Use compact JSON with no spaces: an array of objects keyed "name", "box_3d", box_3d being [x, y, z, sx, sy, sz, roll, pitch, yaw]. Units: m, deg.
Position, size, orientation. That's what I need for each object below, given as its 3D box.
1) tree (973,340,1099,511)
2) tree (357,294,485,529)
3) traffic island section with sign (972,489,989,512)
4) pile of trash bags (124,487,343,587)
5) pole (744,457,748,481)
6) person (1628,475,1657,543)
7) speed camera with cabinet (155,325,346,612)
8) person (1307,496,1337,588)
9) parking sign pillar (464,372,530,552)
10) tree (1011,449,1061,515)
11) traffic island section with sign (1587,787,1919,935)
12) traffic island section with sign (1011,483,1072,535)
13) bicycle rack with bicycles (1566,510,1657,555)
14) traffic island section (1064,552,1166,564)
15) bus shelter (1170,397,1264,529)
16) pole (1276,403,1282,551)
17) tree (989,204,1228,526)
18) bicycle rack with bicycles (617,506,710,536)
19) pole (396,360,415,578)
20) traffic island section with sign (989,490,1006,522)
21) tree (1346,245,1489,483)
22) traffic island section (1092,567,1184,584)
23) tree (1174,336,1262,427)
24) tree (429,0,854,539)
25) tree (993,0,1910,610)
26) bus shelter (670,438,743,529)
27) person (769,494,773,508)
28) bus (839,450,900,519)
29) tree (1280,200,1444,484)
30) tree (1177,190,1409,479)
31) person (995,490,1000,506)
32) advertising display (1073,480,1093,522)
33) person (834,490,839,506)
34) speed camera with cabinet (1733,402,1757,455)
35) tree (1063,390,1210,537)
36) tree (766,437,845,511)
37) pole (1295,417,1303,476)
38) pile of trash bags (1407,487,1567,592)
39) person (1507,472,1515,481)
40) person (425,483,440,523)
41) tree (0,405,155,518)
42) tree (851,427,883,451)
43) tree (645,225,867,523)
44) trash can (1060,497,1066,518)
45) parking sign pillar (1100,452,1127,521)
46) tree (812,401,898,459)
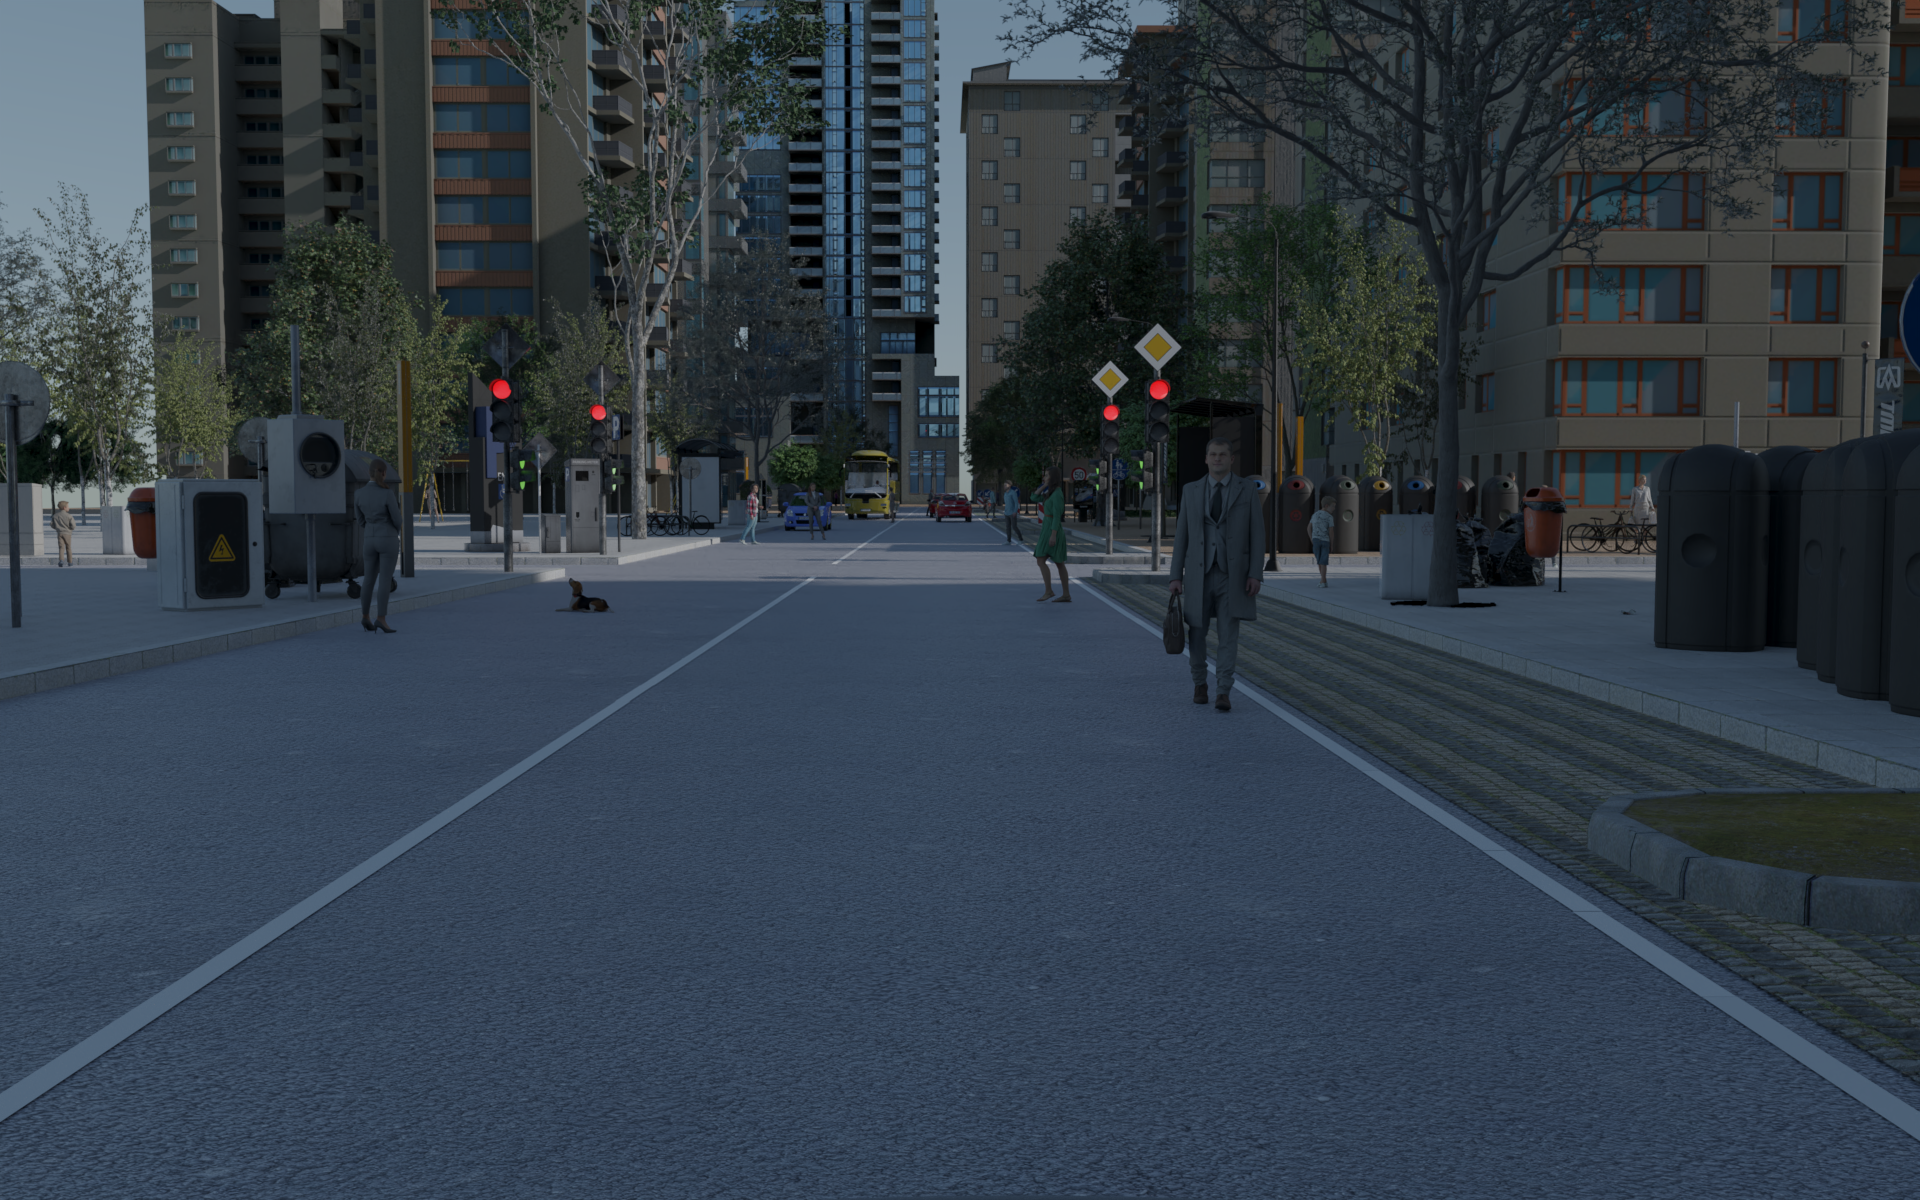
[{"name":"tree","box_3d":[5.486,-9.993,97.806,8.767,10.594,7.601,0,4,-3]},{"name":"tree","box_3d":[-19.475,-6.883,62.903,4.737,8.622,4.395,0,3,0]},{"name":"traffic island section with sign","box_3d":[2.074,-7.940,138.449,1.989,1.847,2.006,0,4,-1]},{"name":"pile of trash bags","box_3d":[-10.119,-0.855,23.738,1.912,1.369,3.447,1,4,12]},{"name":"pole","box_3d":[-11.892,-6.276,96.453,0.158,3.312,0.155,0,3,0]},{"name":"person","box_3d":[17.808,-2.373,45.193,0.694,1.780,0.624,1,4,21]},{"name":"speed camera with cabinet","box_3d":[-8.048,-1.552,19.710,0.660,3.252,2.038,3,4,37]},{"name":"person","box_3d":[4.965,-0.797,23.756,0.352,1.250,0.332,-1,4,-18]},{"name":"parking sign pillar","box_3d":[-10.416,-3.083,38.880,1.447,3.967,1.447,2,4,26]},{"name":"tree","box_3d":[4.644,-7.419,105.011,4.285,4.588,4.351,0,3,0]},{"name":"traffic island section with sign","box_3d":[3.518,0.131,6.490,1.989,1.847,2.006,0,4,-1]},{"name":"traffic island section with sign","box_3d":[2.914,-3.232,61.466,1.989,1.847,2.006,0,4,-1]},{"name":"bicycle rack with bicycles","box_3d":[14.547,-1.499,37.894,2.852,0.926,2.925,-2,4,-33]},{"name":"traffic island section","box_3d":[3.182,-0.882,36.700,2.009,0.180,2.903,0,4,-1]},{"name":"bus shelter","box_3d":[6.526,-3.284,44.975,1.731,3.624,6.357,0,4,-1]},{"name":"pole","box_3d":[7.167,-2.765,39.044,0.158,3.312,0.155,0,3,0]},{"name":"tree","box_3d":[5.760,-9.271,68.595,9.611,12.733,9.660,0,3,0]},{"name":"bicycle rack with bicycles","box_3d":[-9.233,-2.474,53.826,2.925,0.926,2.852,-1,4,-14]},{"name":"pole","box_3d":[-8.510,-2.002,26.576,0.158,3.312,0.155,0,3,0]},{"name":"traffic island section with sign","box_3d":[2.626,-4.917,89.021,1.989,1.847,2.006,0,4,-1]},{"name":"tree","box_3d":[13.905,-6.212,51.922,4.360,8.622,3.978,0,3,0]},{"name":"traffic island section","box_3d":[3.269,-0.394,28.716,2.009,0.180,2.903,0,4,-1]},{"name":"tree","box_3d":[11.145,-7.808,78.030,4.737,8.622,4.395,0,3,0]},{"name":"tree","box_3d":[-7.667,-11.806,48.919,12.611,20.169,13.585,0,3,0]},{"name":"tree","box_3d":[5.558,-6.661,19.284,12.009,13.543,11.850,0,3,0]},{"name":"bus shelter","box_3d":[-9.493,-4.370,65.366,2.014,3.302,5.546,0,4,-1]},{"name":"person","box_3d":[-17.249,-9.193,157.009,0.551,1.740,0.621,0,4,-6]},{"name":"bus","box_3d":[-5.078,-6.692,100.966,2.896,3.916,12.252,0,4,1]},{"name":"tree","box_3d":[10.159,-5.656,42.831,4.737,8.622,4.395,0,3,0]},{"name":"tree","box_3d":[11.189,-8.109,58.335,9.928,11.665,9.643,0,3,0]},{"name":"person","box_3d":[4.028,-10.815,183.789,0.530,1.710,0.541,-1,4,-16]},{"name":"advertising display","box_3d":[5.582,-4.479,78.452,0.974,1.923,0.123,-1,4,-22]},{"name":"person","box_3d":[-13.243,-10.972,186.125,0.721,1.739,1.217,1,4,18]},{"name":"speed camera with cabinet","box_3d":[17.215,-2.597,36.790,0.660,3.252,2.038,-3,4,-36]},{"name":"tree","box_3d":[6.199,-4.183,52.110,4.285,4.588,4.351,0,3,0]},{"name":"tree","box_3d":[-9.628,-7.073,99.358,4.285,4.588,4.351,0,3,0]},{"name":"pole","box_3d":[8.938,-3.170,45.679,0.158,3.312,0.155,0,3,0]},{"name":"pile of trash bags","box_3d":[7.359,-0.872,24.007,1.912,1.369,3.447,-1,4,-12]},{"name":"person","box_3d":[13.685,-2.302,43.526,0.795,1.843,0.661,0,4,3]},{"name":"person","box_3d":[-23.511,-4.329,77.169,0.599,1.781,0.374,-1,4,-12]},{"name":"tree","box_3d":[-53.537,-8.422,100.598,20.602,7.101,11.467,2,4,34]},{"name":"tree","box_3d":[-9.924,-14.439,186.431,4.360,8.622,3.978,0,3,0]},{"name":"tree","box_3d":[-9.123,-10.272,78.312,12.009,13.543,11.850,0,3,0]},{"name":"trash can","box_3d":[5.099,-4.729,88.971,0.748,1.137,0.748,0,3,0]},{"name":"parking sign pillar","box_3d":[7.403,-5.842,83.981,1.447,3.967,1.447,-3,4,-37]},{"name":"tree","box_3d":[-10.415,-14.566,172.565,8.767,10.594,7.601,-1,4,-9]}]
